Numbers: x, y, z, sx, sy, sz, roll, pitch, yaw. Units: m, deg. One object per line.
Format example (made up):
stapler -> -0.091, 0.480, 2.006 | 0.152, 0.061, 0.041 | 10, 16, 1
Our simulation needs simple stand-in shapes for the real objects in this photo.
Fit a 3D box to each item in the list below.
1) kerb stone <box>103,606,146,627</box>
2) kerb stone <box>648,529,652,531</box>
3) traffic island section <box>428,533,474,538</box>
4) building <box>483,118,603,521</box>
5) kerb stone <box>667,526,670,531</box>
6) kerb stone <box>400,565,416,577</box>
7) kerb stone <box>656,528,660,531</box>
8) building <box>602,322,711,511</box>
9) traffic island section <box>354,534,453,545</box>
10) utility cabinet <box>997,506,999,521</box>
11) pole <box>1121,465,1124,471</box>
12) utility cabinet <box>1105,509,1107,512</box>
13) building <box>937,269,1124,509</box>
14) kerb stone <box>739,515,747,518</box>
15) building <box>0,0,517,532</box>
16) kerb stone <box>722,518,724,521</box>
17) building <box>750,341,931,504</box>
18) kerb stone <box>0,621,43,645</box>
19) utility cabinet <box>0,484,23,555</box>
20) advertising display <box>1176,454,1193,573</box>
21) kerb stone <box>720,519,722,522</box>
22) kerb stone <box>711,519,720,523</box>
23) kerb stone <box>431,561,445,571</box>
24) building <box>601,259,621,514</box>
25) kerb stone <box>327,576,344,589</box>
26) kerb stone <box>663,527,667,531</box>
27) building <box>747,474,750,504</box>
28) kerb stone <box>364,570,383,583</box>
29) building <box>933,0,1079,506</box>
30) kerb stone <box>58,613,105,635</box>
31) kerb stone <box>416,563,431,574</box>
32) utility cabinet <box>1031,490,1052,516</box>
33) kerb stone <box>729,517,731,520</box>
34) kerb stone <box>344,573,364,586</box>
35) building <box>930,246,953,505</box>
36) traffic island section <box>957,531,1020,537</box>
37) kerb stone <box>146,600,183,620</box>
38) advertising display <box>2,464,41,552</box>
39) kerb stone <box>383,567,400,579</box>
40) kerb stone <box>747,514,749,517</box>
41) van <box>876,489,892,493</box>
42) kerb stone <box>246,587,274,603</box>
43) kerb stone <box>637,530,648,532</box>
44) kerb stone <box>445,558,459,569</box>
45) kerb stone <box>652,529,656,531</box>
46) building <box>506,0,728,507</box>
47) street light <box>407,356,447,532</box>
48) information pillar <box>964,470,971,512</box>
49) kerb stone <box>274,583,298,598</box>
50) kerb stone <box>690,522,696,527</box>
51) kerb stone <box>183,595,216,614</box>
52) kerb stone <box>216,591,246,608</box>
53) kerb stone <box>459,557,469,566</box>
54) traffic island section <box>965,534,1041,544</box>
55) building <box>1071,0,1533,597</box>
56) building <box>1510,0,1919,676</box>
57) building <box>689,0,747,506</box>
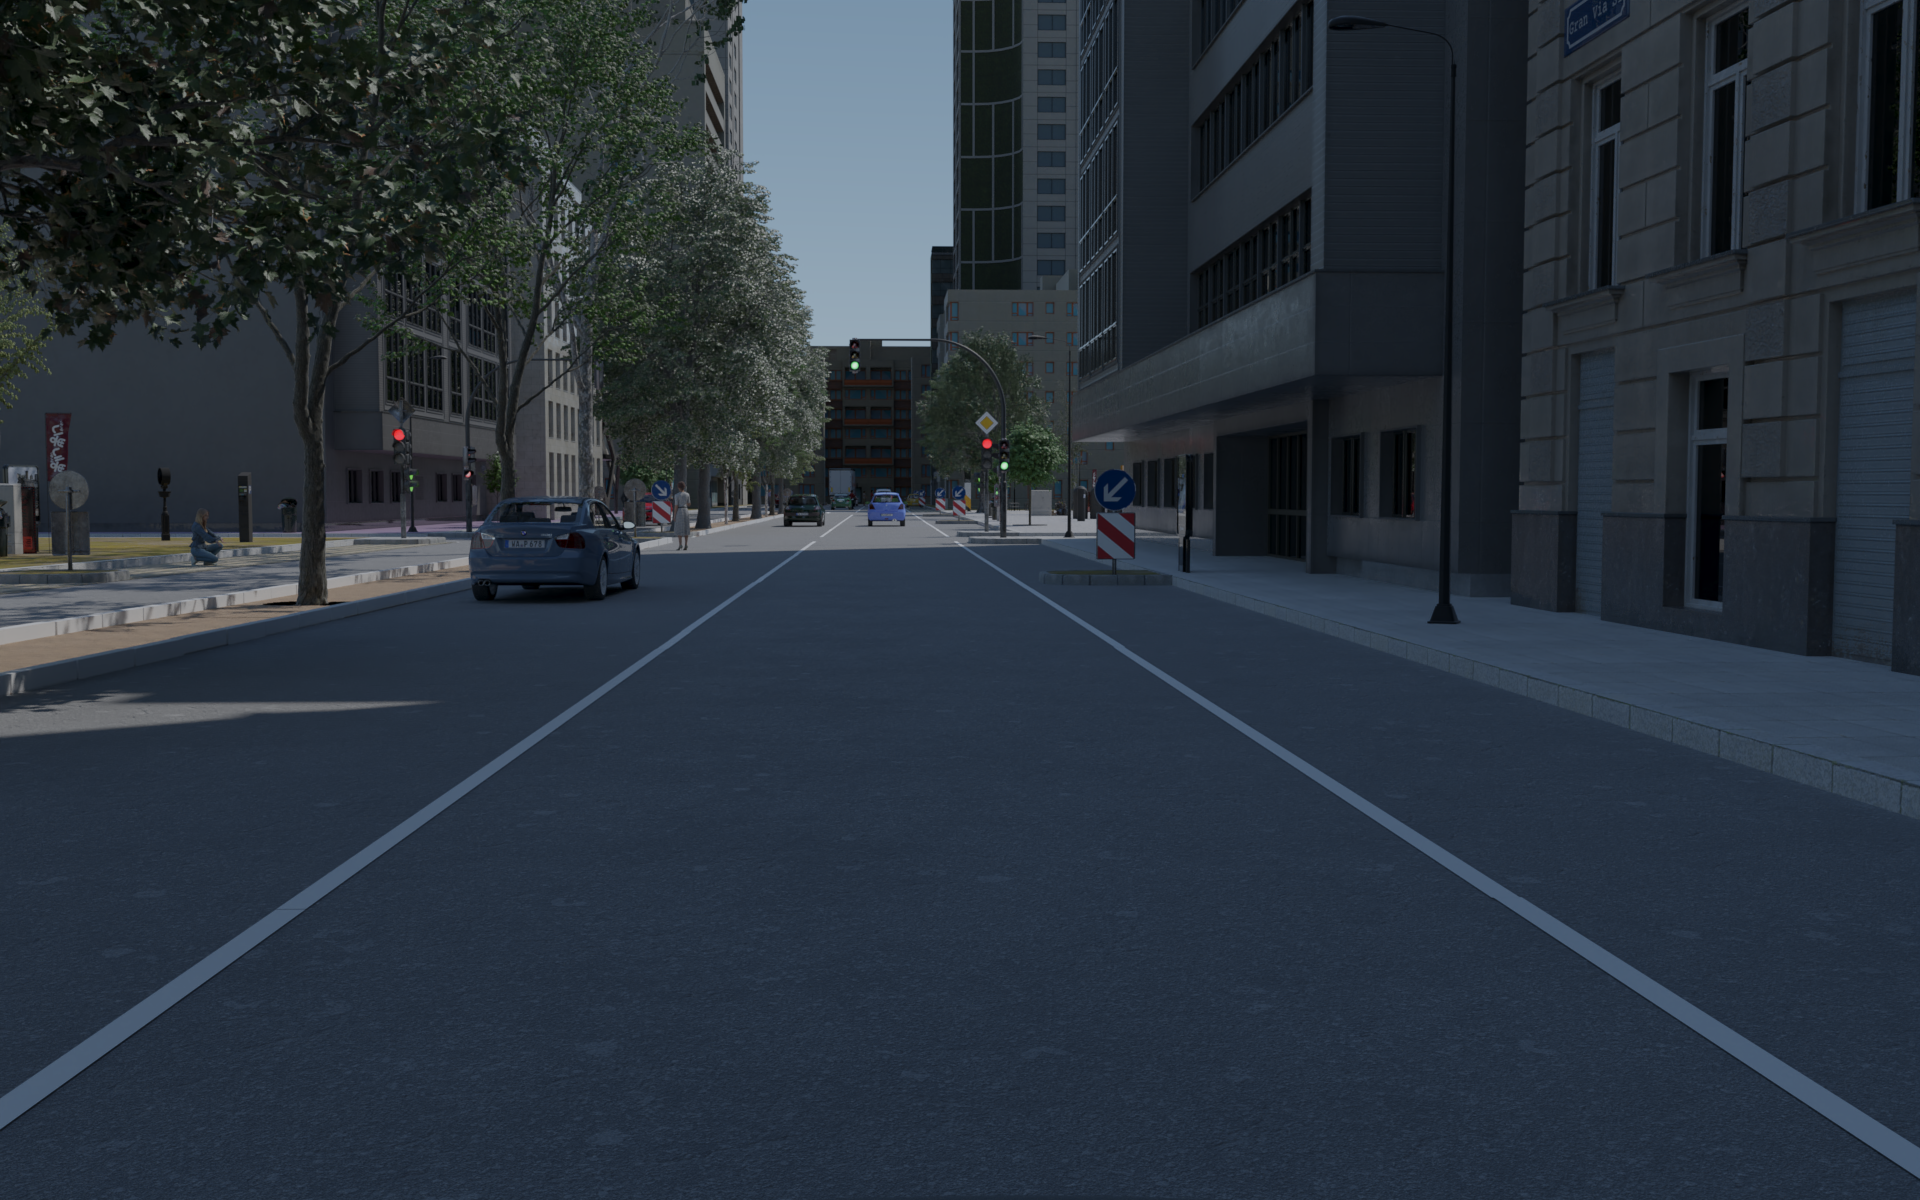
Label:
kerb stone -> -9.234, 0.196, 18.993 | 0.120, 0.150, 1.000 | 0, 4, -3
kerb stone -> -11.149, -2.404, 61.501 | 0.120, 0.150, 1.000 | 0, 4, -3
traffic island section -> -16.497, -2.195, 58.161 | 2.009, 0.180, 2.903 | 0, 4, -3
building -> -25.366, -14.423, 90.559 | 10.420, 20.320, 16.860 | 0, 4, -3
kerb stone -> -11.381, -2.717, 66.637 | 0.120, 0.150, 1.000 | 0, 4, -3
kerb stone -> -9.737, -0.492, 30.240 | 0.120, 0.150, 1.000 | 0, 4, -3
kerb stone -> -11.239, -2.530, 63.553 | 0.120, 0.150, 1.000 | 0, 4, -3
building -> -36.534, -18.467, 146.971 | 27.650, 21.520, 28.899 | 0, 4, -3
traffic island section -> -16.137, -1.707, 50.184 | 2.009, 0.180, 2.903 | 0, 4, -3
utility cabinet -> 1.966, -4.463, 81.647 | 0.318, 1.500, 1.173 | 1, 4, 11
pole -> 11.525, -7.907, 123.128 | 0.158, 3.312, 0.155 | 0, 3, 0
utility cabinet -> 7.553, -4.987, 92.692 | 1.020, 1.237, 0.306 | -2, 4, -25
building -> 12.125, -19.360, 161.582 | 27.650, 21.520, 28.899 | 0, 4, -3
kerb stone -> -13.093, -5.037, 104.545 | 0.120, 0.150, 1.000 | 0, 4, -3
building -> -27.426, -16.872, 69.366 | 14.314, 27.812, 24.014 | 0, 4, -3
kerb stone -> -12.386, -4.097, 89.184 | 0.120, 0.150, 1.000 | 0, 4, -3
building -> -12.177, -23.617, 231.173 | 28.899, 21.520, 27.650 | 0, 4, -3
kerb stone -> -9.152, 0.321, 16.943 | 0.120, 0.150, 1.000 | 0, 4, -3
utility cabinet -> -20.288, -1.685, 36.229 | 1.173, 1.500, 0.318 | 0, 4, 1
advertising display -> 3.698, -1.425, 28.516 | 0.123, 1.923, 0.974 | 0, 4, -2
kerb stone -> -12.344, -4.034, 88.159 | 0.120, 0.150, 1.000 | 0, 4, -3
kerb stone -> -12.301, -3.966, 87.136 | 0.120, 0.150, 1.000 | 0, 4, -3
kerb stone -> -9.830, -0.616, 32.285 | 0.120, 0.150, 1.000 | 0, 4, -3
building -> -29.884, -14.673, 107.350 | 16.820, 18.784, 16.811 | 0, 4, -3
kerb stone -> -9.548, -0.236, 26.140 | 0.120, 0.150, 1.000 | 0, 4, -3
kerb stone -> -11.329, -2.656, 65.616 | 0.120, 0.150, 1.000 | 0, 4, -3
building -> -42.122, -23.533, 229.805 | 28.899, 21.520, 27.650 | 0, 4, -3
kerb stone -> -9.644, -0.367, 28.194 | 0.120, 0.150, 1.000 | 0, 4, -3
building -> 7.664, -45.648, 184.600 | 20.563, 71.187, 20.611 | 0, 4, -3
kerb stone -> -9.186, 0.263, 17.964 | 0.120, 0.150, 1.000 | 0, 4, -3
kerb stone -> -9.788, -0.554, 31.261 | 0.120, 0.150, 1.000 | 0, 4, -3
utility cabinet -> 4.714, -5.607, 100.345 | 1.173, 1.500, 0.318 | 0, 4, 0
kerb stone -> -12.580, -4.345, 93.283 | 0.120, 0.150, 1.000 | 0, 4, -3
kerb stone -> -9.603, -0.300, 27.165 | 0.120, 0.150, 1.000 | 0, 4, -3
building -> 3.488, -26.379, 202.999 | 14.160, 30.474, 14.107 | 0, 4, -3
traffic island section -> 0.927, -2.242, 58.938 | 2.009, 0.180, 2.903 | 0, 4, -3
kerb stone -> -9.278, 0.134, 20.014 | 0.120, 0.150, 1.000 | 0, 4, -3
advertising display -> -20.586, -2.006, 38.017 | 0.123, 1.923, 0.974 | 1, 4, 11
kerb stone -> -9.689, -0.429, 29.215 | 0.120, 0.150, 1.000 | 0, 4, -3
kerb stone -> -13.129, -5.099, 105.567 | 0.120, 0.150, 1.000 | 0, 4, -3
van -> -6.590, -8.714, 149.488 | 2.013, 2.044, 4.112 | 0, 4, -3
kerb stone -> -9.415, -0.054, 23.076 | 0.120, 0.150, 1.000 | 0, 4, -3
kerb stone -> -11.095, -2.341, 60.471 | 0.120, 0.150, 1.000 | 0, 4, -3
kerb stone -> -9.871, -0.680, 33.307 | 0.120, 0.150, 1.000 | 0, 4, -3
kerb stone -> -11.185, -2.460, 62.526 | 0.120, 0.150, 1.000 | 0, 4, -3
building -> -34.783, -33.502, 171.452 | 21.300, 48.544, 21.600 | 0, 4, -3
street light -> -17.931, -5.244, 58.288 | 1.470, 5.913, 1.316 | 0, 4, -3
information pillar -> 0.573, -8.272, 126.603 | 0.504, 3.616, 0.183 | -2, 4, -24
kerb stone -> -9.467, -0.116, 24.097 | 0.120, 0.150, 1.000 | 0, 4, -3
kerb stone -> -11.839, -3.345, 76.885 | 0.120, 0.150, 1.000 | 0, 4, -3
kerb stone -> -9.320, 0.071, 21.035 | 0.120, 0.150, 1.000 | 0, 4, -3
kerb stone -> -9.371, 0.009, 22.055 | 0.120, 0.150, 1.000 | 0, 4, -3
kerb stone -> -9.922, -0.742, 34.327 | 0.120, 0.150, 1.000 | 0, 4, -3
traffic island section -> 1.287, -1.754, 50.961 | 2.009, 0.180, 2.903 | 0, 4, -3
building -> 10.980, -13.260, 35.870 | 14.314, 24.678, 30.058 | 0, 4, -3
building -> 12.572, -12.856, 7.461 | 12.463, 27.353, 25.104 | 0, 4, -3
building -> -35.621, -46.421, 197.236 | 20.611, 71.187, 20.563 | 0, 4, -3
